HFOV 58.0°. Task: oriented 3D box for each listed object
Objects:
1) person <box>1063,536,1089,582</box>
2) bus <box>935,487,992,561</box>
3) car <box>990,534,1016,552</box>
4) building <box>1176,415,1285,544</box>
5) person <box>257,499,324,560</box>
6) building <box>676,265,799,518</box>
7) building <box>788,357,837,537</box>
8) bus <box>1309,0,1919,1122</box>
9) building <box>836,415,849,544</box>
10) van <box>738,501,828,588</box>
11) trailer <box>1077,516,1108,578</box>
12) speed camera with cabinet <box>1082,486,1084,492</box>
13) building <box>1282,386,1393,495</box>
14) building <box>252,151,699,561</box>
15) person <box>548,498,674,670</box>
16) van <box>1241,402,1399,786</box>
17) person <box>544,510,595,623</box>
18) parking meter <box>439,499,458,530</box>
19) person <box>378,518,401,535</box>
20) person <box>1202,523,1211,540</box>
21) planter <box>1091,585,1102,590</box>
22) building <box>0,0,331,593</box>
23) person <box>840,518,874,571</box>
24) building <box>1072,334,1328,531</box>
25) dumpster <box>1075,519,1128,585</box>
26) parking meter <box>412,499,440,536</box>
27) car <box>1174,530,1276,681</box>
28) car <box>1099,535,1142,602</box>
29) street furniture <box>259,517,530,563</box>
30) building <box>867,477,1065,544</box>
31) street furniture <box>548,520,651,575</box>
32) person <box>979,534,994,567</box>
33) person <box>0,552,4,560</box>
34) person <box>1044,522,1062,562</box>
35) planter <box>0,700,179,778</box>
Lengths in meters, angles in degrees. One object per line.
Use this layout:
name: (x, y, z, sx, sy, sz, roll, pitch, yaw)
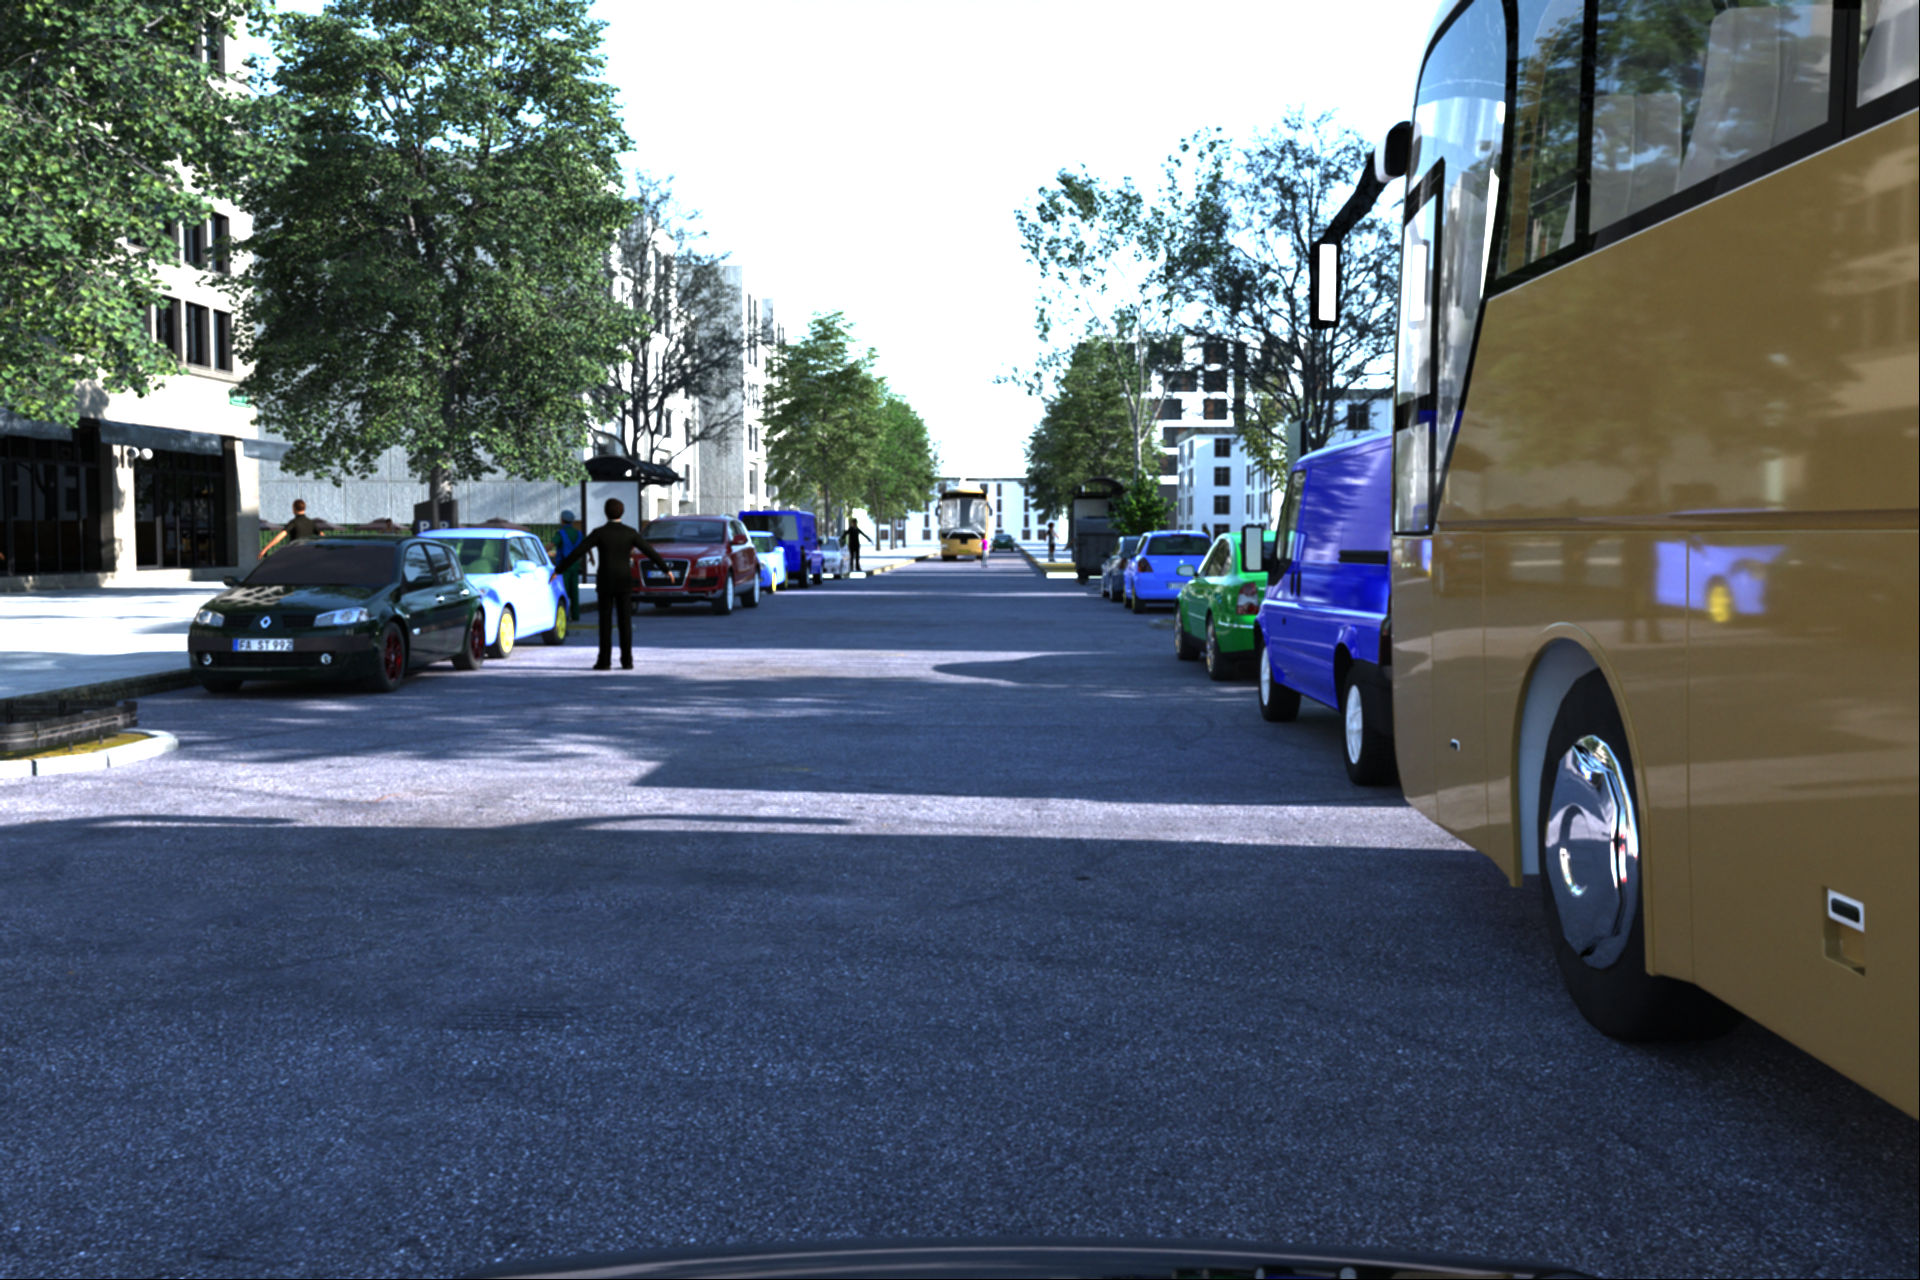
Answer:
person: (3.645, -2.643, 51.529, 1.347, 1.847, 0.705, -3, 4, -36)
bus: (0.307, -6.261, 93.916, 2.896, 3.916, 12.252, 0, 4, 1)
car: (3.525, -7.962, 141.981, 2.131, 1.459, 4.920, 0, 4, 2)
building: (22.778, -11.791, 134.923, 9.099, 9.664, 28.070, 0, 4, 1)
person: (-9.963, -1.217, 26.120, 0.705, 1.803, 1.348, 2, 4, 31)
building: (-22.232, -16.107, 129.814, 16.747, 18.905, 31.486, 0, 4, 1)
building: (-23.076, -21.323, 179.551, 19.493, 23.208, 18.063, 0, 4, 2)
bus: (2.988, -0.619, 1.675, 2.896, 3.916, 12.252, 0, 3, 0)
building: (-22.710, -21.005, 209.896, 16.747, 18.905, 31.486, 0, 4, 1)
van: (-4.888, -2.634, 47.453, 2.240, 2.365, 5.245, 0, 4, 2)
trailer: (4.532, -3.042, 56.788, 1.471, 1.999, 3.904, 0, 4, 1)
speed camera with cabinet: (5.213, -4.637, 70.152, 0.660, 3.252, 2.038, 0, 4, 0)
building: (25.274, -9.644, 99.821, 9.099, 9.664, 28.070, 0, 4, 2)
building: (-25.580, -14.051, 96.185, 16.747, 18.905, 31.486, 0, 4, 1)
person: (-3.663, -0.592, 18.316, 1.347, 1.806, 0.705, -2, 4, -24)
van: (3.210, -0.435, 11.493, 2.240, 2.365, 5.245, 0, 4, 1)
person: (-6.359, -1.186, 27.973, 0.704, 1.817, 1.347, 2, 4, 34)
parking meter: (-8.672, -1.436, 29.197, 0.399, 1.863, 0.255, 0, 4, 1)
person: (-16.539, -2.656, 50.229, 1.217, 1.737, 0.721, -2, 4, -24)
person: (12.948, -5.264, 91.837, 0.705, 1.858, 1.354, 3, 5, 42)
planter: (4.398, -1.438, 44.646, 1.991, 0.319, 1.994, 0, 4, 2)
building: (-30.413, -14.187, 34.118, 24.374, 26.755, 37.873, 0, 4, 2)
person: (-3.658, -3.332, 60.414, 1.347, 1.837, 0.705, -2, 4, -28)
building: (26.253, -21.352, 193.082, 27.936, 21.610, 32.646, 0, 4, 1)
dumpster: (4.168, -2.507, 49.200, 1.865, 1.857, 1.264, 0, 4, 1)
parking meter: (-8.850, -1.409, 28.748, 0.399, 1.863, 0.255, 0, 4, 2)
car: (3.339, -0.581, 18.297, 1.959, 1.807, 4.718, 0, 4, 0)
car: (4.065, -1.578, 37.801, 2.014, 1.417, 4.499, 0, 4, 1)
street furniture: (-32.175, -3.906, 68.897, 27.439, 1.986, 14.083, 1, 4, 10)
building: (0.920, -18.839, 252.617, 28.070, 9.664, 9.099, 1, 4, 11)
street furniture: (-11.781, -3.078, 57.176, 9.812, 1.723, 11.010, 0, 4, -1)
person: (1.108, -3.829, 74.320, 0.599, 1.433, 0.991, 3, 5, 40)
person: (-14.681, -1.183, 25.405, 0.705, 1.821, 1.348, 1, 4, 21)
person: (4.277, -4.545, 80.457, 0.704, 1.843, 1.345, 3, 4, 38)
planter: (-6.208, 0.616, 11.071, 1.991, 0.319, 1.994, 0, 4, 1)
